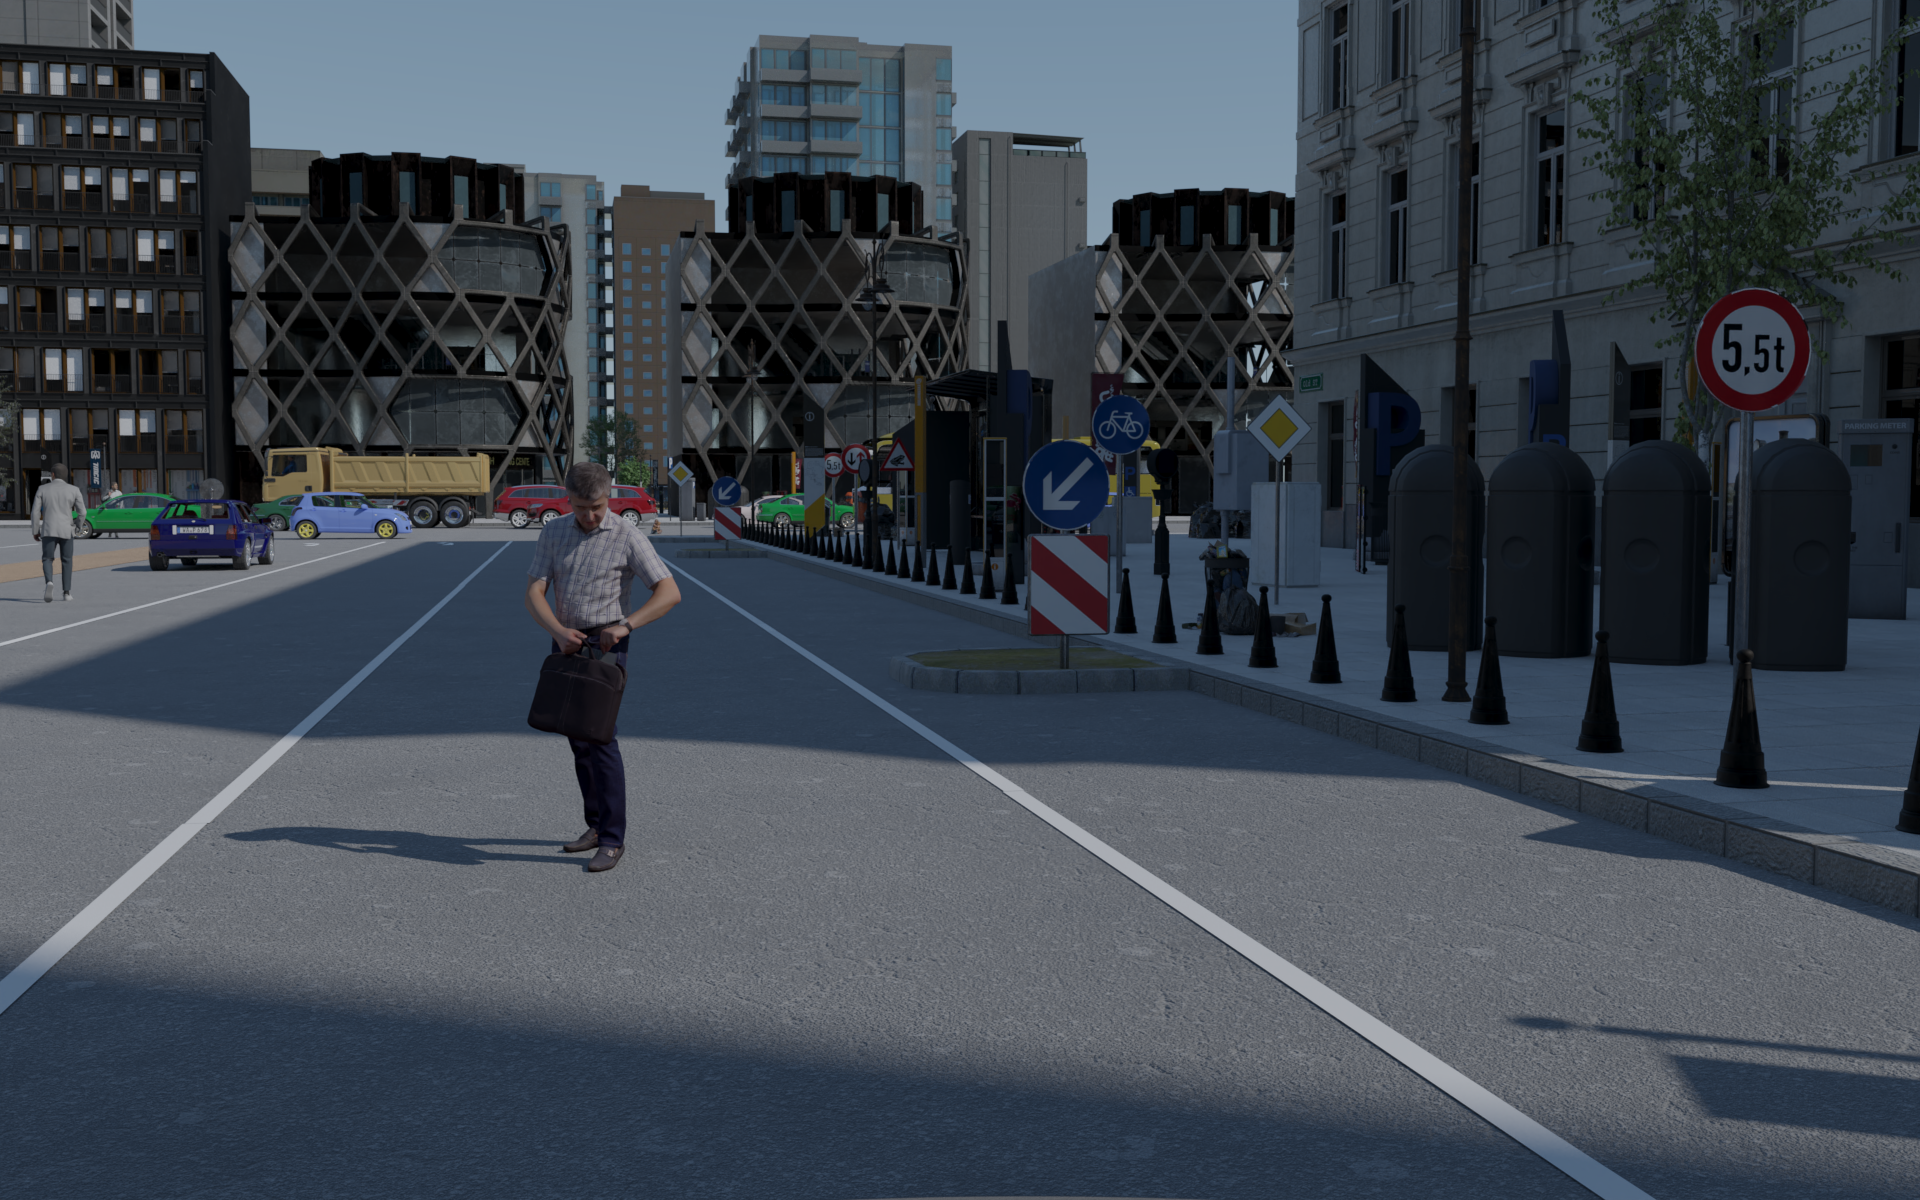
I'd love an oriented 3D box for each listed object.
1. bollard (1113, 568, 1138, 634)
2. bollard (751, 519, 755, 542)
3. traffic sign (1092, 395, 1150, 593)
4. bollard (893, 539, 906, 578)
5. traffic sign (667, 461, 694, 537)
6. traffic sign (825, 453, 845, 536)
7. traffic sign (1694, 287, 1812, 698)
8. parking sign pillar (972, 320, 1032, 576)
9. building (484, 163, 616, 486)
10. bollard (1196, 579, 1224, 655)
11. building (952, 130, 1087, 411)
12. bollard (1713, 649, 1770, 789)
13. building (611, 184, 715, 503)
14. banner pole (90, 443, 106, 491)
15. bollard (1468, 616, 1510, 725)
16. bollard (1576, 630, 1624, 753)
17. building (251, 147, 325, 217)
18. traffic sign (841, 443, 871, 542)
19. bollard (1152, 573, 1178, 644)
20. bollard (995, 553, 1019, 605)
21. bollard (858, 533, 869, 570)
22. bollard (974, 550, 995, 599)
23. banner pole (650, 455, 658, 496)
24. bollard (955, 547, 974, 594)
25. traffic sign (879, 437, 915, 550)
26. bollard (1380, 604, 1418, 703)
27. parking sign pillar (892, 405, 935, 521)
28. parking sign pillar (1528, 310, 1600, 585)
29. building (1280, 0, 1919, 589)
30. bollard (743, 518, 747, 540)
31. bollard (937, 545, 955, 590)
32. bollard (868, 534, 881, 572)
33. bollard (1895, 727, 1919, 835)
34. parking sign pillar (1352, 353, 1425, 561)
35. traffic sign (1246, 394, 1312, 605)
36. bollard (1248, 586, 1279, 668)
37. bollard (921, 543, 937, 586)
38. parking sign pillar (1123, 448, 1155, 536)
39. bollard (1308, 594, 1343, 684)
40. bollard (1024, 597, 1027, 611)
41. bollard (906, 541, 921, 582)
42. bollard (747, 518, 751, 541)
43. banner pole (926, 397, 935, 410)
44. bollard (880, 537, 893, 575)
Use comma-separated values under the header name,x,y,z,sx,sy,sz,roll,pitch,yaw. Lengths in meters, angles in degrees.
name,x,y,z,sx,sy,sz,roll,pitch,yaw
bollard,1.531,0.004,15.981,0.229,0.601,0.229,0,3,0
bollard,-5.386,-1.847,46.232,0.229,0.601,0.229,0,3,0
traffic sign,2.058,-1.358,22.313,0.768,2.556,0.104,-1,4,-10
bollard,-0.853,-0.634,26.411,0.229,0.601,0.229,0,3,0
traffic sign,-8.428,-2.974,52.260,0.795,2.450,0.064,-1,4,-13
traffic sign,-3.889,-3.254,53.302,0.768,2.556,0.104,0,4,-7
traffic sign,4.890,-0.653,10.790,0.768,2.556,0.104,0,4,-7
parking sign pillar,0.862,-2.392,27.576,1.447,3.967,1.447,0,4,7
building,-66.276,-38.764,253.391,30.456,49.044,23.786,-1,4,-13
bollard,2.008,0.132,13.889,0.229,0.601,0.229,0,3,0
building,5.960,-31.513,198.824,14.086,41.232,14.154,-1,4,-13
bollard,3.447,0.515,7.620,0.229,0.601,0.229,0,3,0
building,-43.518,-36.951,254.253,14.200,45.320,14.600,-1,4,-13
banner pole,-41.771,-5.755,84.116,0.863,3.779,0.401,-2,4,-33
bollard,2.968,0.388,9.702,0.229,0.601,0.229,0,3,0
bollard,3.207,0.451,8.661,0.229,0.601,0.229,0,3,0
building,-91.314,-38.071,246.154,21.600,48.544,21.300,-1,4,-13
traffic sign,-2.622,-2.666,43.692,0.768,2.556,0.104,-1,4,-9
bollard,1.768,0.067,14.939,0.229,0.601,0.229,0,3,0
bollard,0.579,-0.252,20.158,0.229,0.601,0.229,0,3,0
bollard,-1.569,-0.825,29.536,0.229,0.601,0.229,0,3,0
bollard,0.340,-0.315,21.199,0.229,0.601,0.229,0,3,0
banner pole,-19.577,-7.378,110.652,0.401,3.779,0.863,3,4,39
bollard,0.104,-0.379,22.242,0.229,0.601,0.229,0,3,0
traffic sign,-1.416,-2.432,39.764,0.884,2.594,0.081,-1,4,-11
bollard,2.727,0.324,10.749,0.229,0.601,0.229,0,3,0
parking sign pillar,-1.409,-3.933,52.774,1.447,3.967,1.447,0,4,1
parking sign pillar,8.457,-2.225,24.845,1.447,3.967,1.447,1,4,14
building,20.790,-15.117,23.585,17.030,29.872,44.131,-1,4,-13
bollard,-5.865,-1.974,48.314,0.229,0.601,0.229,0,3,0
bollard,-0.138,-0.443,23.283,0.229,0.601,0.229,0,3,0
bollard,-1.331,-0.762,28.494,0.229,0.601,0.229,0,3,0
bollard,3.689,0.579,6.575,0.229,0.601,0.229,0,3,0
parking sign pillar,8.352,-2.752,33.475,1.447,3.967,1.447,-2,4,-28
traffic sign,3.669,-1.152,20.018,0.795,2.450,0.064,-1,4,-11
bollard,2.251,0.195,12.849,0.229,0.601,0.229,0,3,0
bollard,-0.374,-0.507,24.325,0.229,0.601,0.229,0,3,0
parking sign pillar,5.337,-3.993,53.754,1.447,3.967,1.447,1,4,11
bollard,2.492,0.260,11.791,0.229,0.601,0.229,0,3,0
bollard,0.816,-0.188,19.113,0.229,0.601,0.229,0,3,0
bollard,-0.613,-0.570,25.366,0.229,0.601,0.229,0,3,0
bollard,-5.627,-1.910,47.273,0.229,0.601,0.229,0,3,0
banner pole,-0.852,-3.350,44.784,0.401,3.779,0.863,-3,4,-38
bollard,-1.090,-0.698,27.453,0.229,0.601,0.229,0,3,0
